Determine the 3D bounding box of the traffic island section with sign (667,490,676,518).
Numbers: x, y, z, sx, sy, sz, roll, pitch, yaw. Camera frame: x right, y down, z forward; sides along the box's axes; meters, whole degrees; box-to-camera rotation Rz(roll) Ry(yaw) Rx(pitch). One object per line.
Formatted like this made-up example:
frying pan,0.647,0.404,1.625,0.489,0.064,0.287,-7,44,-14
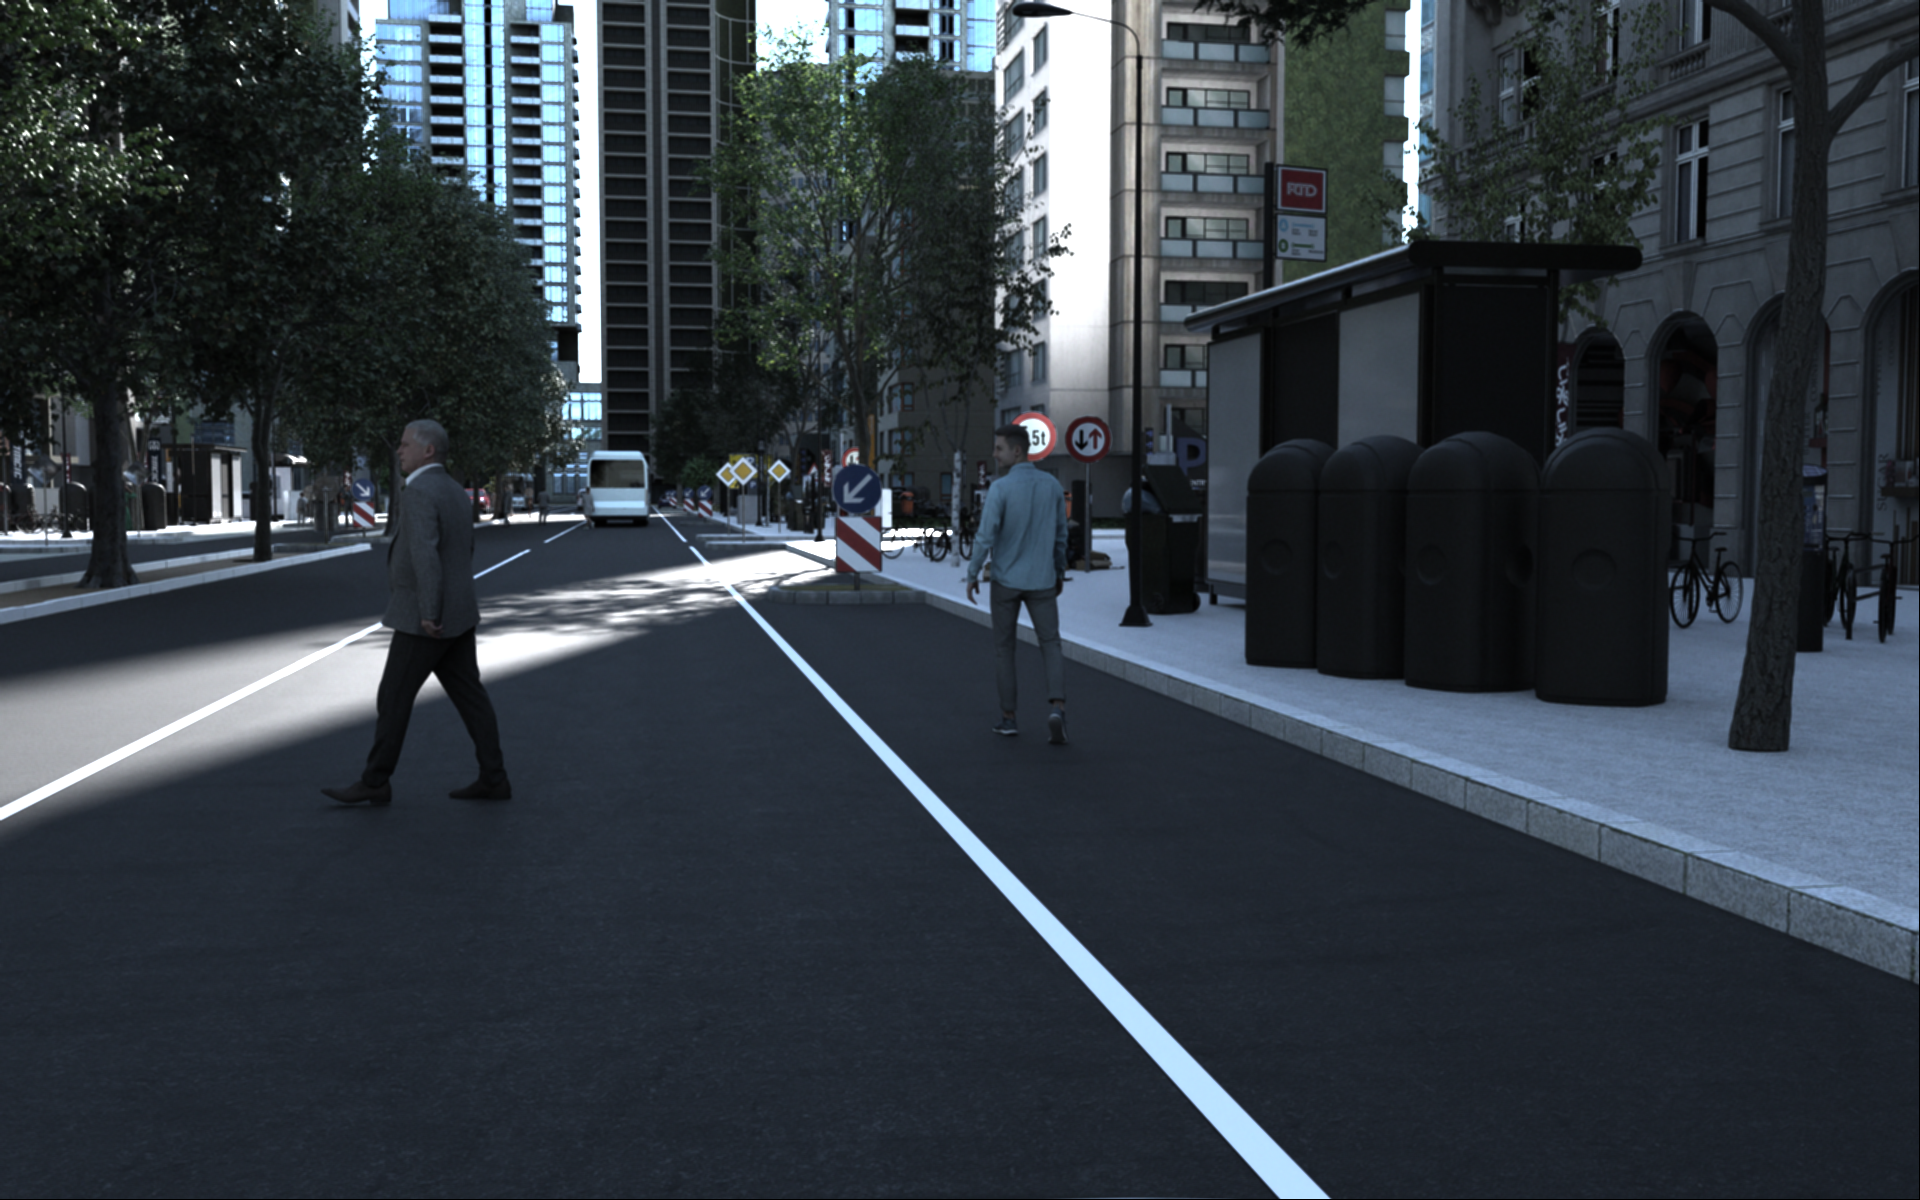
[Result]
traffic island section with sign,-16.490,-5.857,104.391,1.989,1.847,2.006,-1,4,-10

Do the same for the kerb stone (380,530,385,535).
kerb stone,-20.370,-2.351,60.658,0.120,0.150,1.000,-1,4,-10

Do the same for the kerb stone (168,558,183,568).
kerb stone,-15.437,-0.714,33.867,0.120,0.150,1.000,-1,4,-10

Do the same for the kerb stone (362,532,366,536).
kerb stone,-19.637,-2.105,56.620,0.120,0.150,1.000,-1,4,-10

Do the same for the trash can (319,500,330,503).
trash can,-36.071,-5.296,98.249,0.748,1.137,0.748,0,3,0

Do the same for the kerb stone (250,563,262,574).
kerb stone,-12.831,-0.555,31.290,0.120,0.150,1.000,-1,4,-10

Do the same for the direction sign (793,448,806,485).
direction sign,-7.931,-5.708,85.318,0.379,3.537,0.876,3,5,41

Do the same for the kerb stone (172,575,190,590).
kerb stone,-11.902,-0.248,26.243,0.120,0.150,1.000,-1,4,-10

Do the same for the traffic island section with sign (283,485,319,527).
traffic island section with sign,-28.256,-4.081,75.348,1.989,1.847,2.006,-1,4,-10

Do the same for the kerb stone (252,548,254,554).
kerb stone,-16.752,-1.142,40.940,0.120,0.150,1.000,-1,4,-10

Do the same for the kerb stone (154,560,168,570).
kerb stone,-15.266,-0.648,32.859,0.120,0.150,1.000,-1,4,-10

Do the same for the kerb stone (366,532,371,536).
kerb stone,-19.823,-2.164,57.634,0.120,0.150,1.000,-1,4,-10

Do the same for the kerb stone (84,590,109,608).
kerb stone,-11.158,0.002,22.200,0.120,0.150,1.000,-1,4,-10

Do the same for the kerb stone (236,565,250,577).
kerb stone,-12.645,-0.495,30.285,0.120,0.150,1.000,-1,4,-10

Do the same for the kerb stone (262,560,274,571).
kerb stone,-13.019,-0.607,32.304,0.120,0.150,1.000,-1,4,-10

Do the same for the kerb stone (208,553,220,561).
kerb stone,-16.004,-0.899,36.894,0.120,0.150,1.000,-1,4,-10

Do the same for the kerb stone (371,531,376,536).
kerb stone,-20.006,-2.229,58.639,0.120,0.150,1.000,-1,4,-10

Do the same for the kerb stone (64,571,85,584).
kerb stone,-14.330,-0.340,27.824,0.120,0.150,1.000,-1,4,-10

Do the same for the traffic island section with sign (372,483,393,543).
traffic island section with sign,-17.604,-2.648,51.424,2.006,1.907,1.989,-1,4,-10

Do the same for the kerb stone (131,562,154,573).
kerb stone,-15.073,-0.586,31.846,0.120,0.150,1.000,-1,4,-10

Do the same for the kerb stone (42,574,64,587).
kerb stone,-14.146,-0.283,26.819,0.120,0.150,1.000,-1,4,-10

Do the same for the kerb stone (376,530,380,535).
kerb stone,-20.192,-2.290,59.645,0.120,0.150,1.000,-1,4,-10

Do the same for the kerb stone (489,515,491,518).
kerb stone,-28.169,-4.940,102.988,0.120,0.150,1.000,-1,4,-10

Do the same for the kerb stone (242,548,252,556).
kerb stone,-16.559,-1.085,39.928,0.120,0.150,1.000,-1,4,-10

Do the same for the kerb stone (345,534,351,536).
kerb stone,-19.074,-1.921,53.599,0.120,0.150,1.000,-1,4,-10

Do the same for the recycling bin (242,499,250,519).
recycling bin,-36.758,-4.711,89.575,0.722,1.027,0.722,-2,4,-26

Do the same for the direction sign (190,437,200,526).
direction sign,-30.424,-4.694,68.748,0.379,3.537,0.876,-1,4,-21

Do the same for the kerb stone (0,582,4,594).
kerb stone,-13.775,-0.157,24.807,0.120,0.150,1.000,-1,4,-10

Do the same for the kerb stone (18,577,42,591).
kerb stone,-13.961,-0.221,25.812,0.120,0.150,1.000,-1,4,-10

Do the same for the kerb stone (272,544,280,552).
kerb stone,-17.299,-1.332,43.975,0.120,0.150,1.000,-1,4,-10

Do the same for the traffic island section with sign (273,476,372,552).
traffic island section with sign,-16.271,-2.202,44.138,2.006,1.907,1.989,-1,4,-10

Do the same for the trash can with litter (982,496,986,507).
trash can with litter,1.594,-4.370,82.832,1.055,1.170,0.624,2,4,30

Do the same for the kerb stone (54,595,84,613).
kerb stone,-10.978,0.061,21.194,0.120,0.150,1.000,-1,4,-10

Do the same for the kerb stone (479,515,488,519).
kerb stone,-27.797,-4.815,100.978,0.120,0.150,1.000,-1,4,-10

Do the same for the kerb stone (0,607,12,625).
kerb stone,-10.602,0.184,19.185,0.120,0.150,1.000,-1,4,-10

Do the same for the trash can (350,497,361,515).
trash can,-36.164,-5.624,103.613,0.748,1.137,0.748,0,3,0

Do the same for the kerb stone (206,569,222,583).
kerb stone,-12.273,-0.371,28.255,0.120,0.150,1.000,-1,4,-10

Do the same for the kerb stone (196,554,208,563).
kerb stone,-15.816,-0.837,35.889,0.120,0.150,1.000,-1,4,-10

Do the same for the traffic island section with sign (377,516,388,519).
traffic island section with sign,-33.123,-5.702,101.861,1.989,1.847,2.006,-1,4,-10

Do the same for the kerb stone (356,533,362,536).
kerb stone,-19.442,-2.044,55.616,0.120,0.150,1.000,-1,4,-10

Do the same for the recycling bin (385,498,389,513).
recycling bin,-39.075,-6.516,119.094,0.722,1.027,0.722,-3,4,-36

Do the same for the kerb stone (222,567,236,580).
kerb stone,-12.464,-0.433,29.279,0.120,0.150,1.000,-1,4,-10

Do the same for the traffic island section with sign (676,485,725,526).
traffic island section with sign,-11.601,-4.236,77.882,1.989,1.847,2.006,-1,4,-10

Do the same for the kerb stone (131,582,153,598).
kerb stone,-11.533,-0.124,24.225,0.120,0.150,1.000,-1,4,-10

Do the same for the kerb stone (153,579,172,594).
kerb stone,-11.710,-0.181,25.233,0.120,0.150,1.000,-1,4,-10

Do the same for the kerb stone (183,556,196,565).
kerb stone,-15.629,-0.776,34.878,0.120,0.150,1.000,-1,4,-10

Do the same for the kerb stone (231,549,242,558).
kerb stone,-16.375,-1.023,38.921,0.120,0.150,1.000,-1,4,-10

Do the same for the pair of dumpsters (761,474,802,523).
pair of dumpsters,-8.092,-4.664,78.751,1.574,2.255,4.437,-1,4,-10

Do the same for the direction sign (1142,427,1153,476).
direction sign,6.212,-4.089,58.854,0.876,3.537,0.379,-2,4,-34

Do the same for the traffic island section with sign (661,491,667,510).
traffic island section with sign,-25.692,-8.914,154.375,1.989,1.847,2.006,-1,4,-10

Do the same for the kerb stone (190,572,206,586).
kerb stone,-12.093,-0.305,27.247,0.120,0.150,1.000,-1,4,-10

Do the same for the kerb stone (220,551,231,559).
kerb stone,-16.188,-0.956,37.903,0.120,0.150,1.000,-1,4,-10

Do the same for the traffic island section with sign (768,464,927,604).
traffic island section with sign,-1.589,-0.911,23.517,1.989,1.847,2.006,-1,4,-10

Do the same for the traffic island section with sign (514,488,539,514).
traffic island section with sign,-31.224,-7.167,125.323,2.006,1.907,1.989,-1,4,-10

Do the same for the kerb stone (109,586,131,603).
kerb stone,-11.348,-0.059,23.209,0.120,0.150,1.000,-1,4,-10

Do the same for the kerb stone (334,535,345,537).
kerb stone,-18.891,-1.859,52.593,0.120,0.150,1.000,-1,4,-10

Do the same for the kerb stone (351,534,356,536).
kerb stone,-19.261,-1.974,54.605,0.120,0.150,1.000,-1,4,-10

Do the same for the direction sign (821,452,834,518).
direction sign,-7.282,-6.250,94.189,0.876,3.537,0.379,-1,4,-21

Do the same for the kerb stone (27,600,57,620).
kerb stone,-10.787,0.134,20.191,0.120,0.150,1.000,-1,4,-10
